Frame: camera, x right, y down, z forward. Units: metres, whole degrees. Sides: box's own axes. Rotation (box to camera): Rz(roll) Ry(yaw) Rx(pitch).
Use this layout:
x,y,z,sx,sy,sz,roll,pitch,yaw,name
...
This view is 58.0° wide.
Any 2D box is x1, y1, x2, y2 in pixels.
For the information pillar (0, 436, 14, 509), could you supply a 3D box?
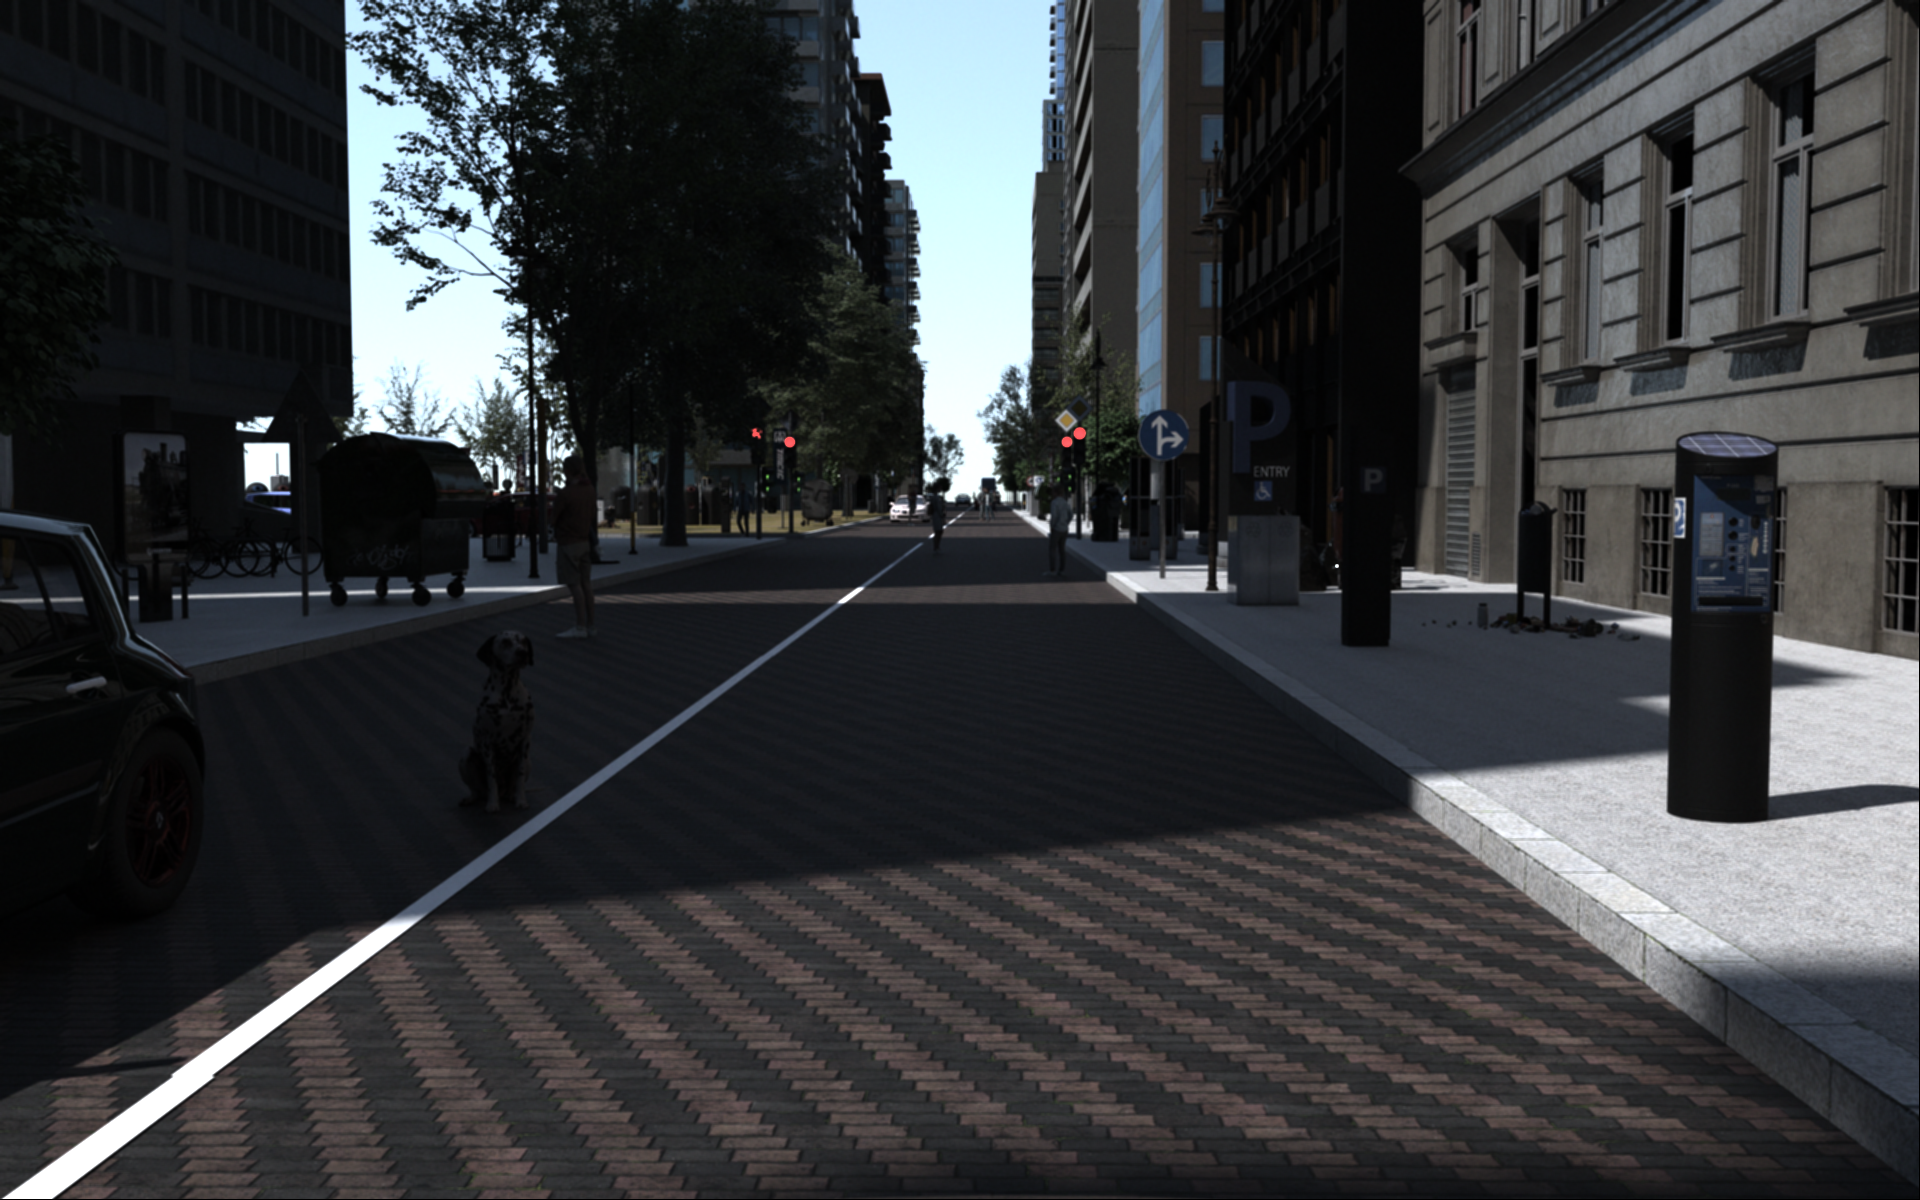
x,y,z,sx,sy,sz,roll,pitch,yaw,name
-12.807,-1.950,23.240,0.183,3.616,0.504,-1,4,-20,information pillar

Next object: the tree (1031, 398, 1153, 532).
x,y,z,sx,sy,sz,roll,pitch,yaw,name
5.251,-4.632,59.441,4.285,4.588,4.351,0,3,0,tree

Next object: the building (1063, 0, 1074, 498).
x,y,z,sx,sy,sz,roll,pitch,yaw,name
20.061,-46.174,193.197,20.563,71.187,20.611,0,4,1,building

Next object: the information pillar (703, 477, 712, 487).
x,y,z,sx,sy,sz,roll,pitch,yaw,name
-11.186,-4.420,76.756,0.304,2.012,0.304,3,4,38,information pillar

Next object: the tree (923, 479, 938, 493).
x,y,z,sx,sy,sz,roll,pitch,yaw,name
-3.970,-14.209,226.913,1.663,3.219,1.824,0,3,0,tree

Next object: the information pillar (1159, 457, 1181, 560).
x,y,z,sx,sy,sz,roll,pitch,yaw,name
4.089,-1.804,33.988,0.304,2.012,0.304,1,4,21,information pillar

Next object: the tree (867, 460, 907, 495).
x,y,z,sx,sy,sz,roll,pitch,yaw,name
-5.901,-9.481,138.731,4.285,4.588,4.351,0,3,0,tree

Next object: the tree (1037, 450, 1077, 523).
x,y,z,sx,sy,sz,roll,pitch,yaw,name
4.484,-5.018,76.645,1.663,3.219,1.824,0,3,0,tree

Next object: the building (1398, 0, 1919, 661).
x,y,z,sx,sy,sz,roll,pitch,yaw,name
14.597,-11.045,13.877,16.112,22.955,30.059,0,4,1,building

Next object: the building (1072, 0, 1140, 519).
x,y,z,sx,sy,sz,roll,pitch,yaw,name
17.585,-29.021,98.193,21.300,48.544,21.600,0,4,1,building

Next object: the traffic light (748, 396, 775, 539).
x,y,z,sx,sy,sz,roll,pitch,yaw,name
-5.674,-3.671,48.938,0.839,4.253,0.868,0,4,1,traffic light

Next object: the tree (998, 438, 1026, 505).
x,y,z,sx,sy,sz,roll,pitch,yaw,name
6.472,-15.540,204.447,4.360,8.622,3.978,0,3,0,tree

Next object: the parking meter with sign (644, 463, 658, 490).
x,y,z,sx,sy,sz,roll,pitch,yaw,name
-16.933,-6.193,97.523,1.738,3.016,0.543,2,4,28,parking meter with sign

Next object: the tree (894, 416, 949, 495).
x,y,z,sx,sy,sz,roll,pitch,yaw,name
-4.703,-16.160,198.631,7.601,10.594,8.767,0,4,5,tree

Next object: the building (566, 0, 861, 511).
x,y,z,sx,sy,sz,roll,pitch,yaw,name
-20.087,-32.293,147.604,23.786,49.044,30.456,0,4,1,building

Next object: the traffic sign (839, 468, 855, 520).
x,y,z,sx,sy,sz,roll,pitch,yaw,name
-5.541,-5.182,84.834,0.768,2.556,0.104,0,4,8,traffic sign

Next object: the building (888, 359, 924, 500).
x,y,z,sx,sy,sz,roll,pitch,yaw,name
-19.184,-23.819,234.475,27.650,21.520,28.899,0,4,1,building

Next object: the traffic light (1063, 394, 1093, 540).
x,y,z,sx,sy,sz,roll,pitch,yaw,name
3.336,-3.662,48.800,0.839,4.253,0.868,0,4,1,traffic light

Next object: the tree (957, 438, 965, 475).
x,y,z,sx,sy,sz,roll,pitch,yaw,name
-2.643,-22.120,287.422,9.928,11.665,9.643,0,3,0,tree

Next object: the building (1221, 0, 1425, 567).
x,y,z,sx,sy,sz,roll,pitch,yaw,name
12.914,-12.703,37.369,12.332,23.373,15.834,0,4,1,building

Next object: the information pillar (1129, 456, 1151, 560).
x,y,z,sx,sy,sz,roll,pitch,yaw,name
3.493,-1.779,33.575,0.304,2.012,0.304,-2,4,-31,information pillar

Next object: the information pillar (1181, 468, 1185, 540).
x,y,z,sx,sy,sz,roll,pitch,yaw,name
6.059,-2.666,48.088,0.304,2.012,0.304,1,4,22,information pillar

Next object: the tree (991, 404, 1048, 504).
x,y,z,sx,sy,sz,roll,pitch,yaw,name
7.366,-18.270,216.842,7.486,12.596,7.792,0,3,0,tree

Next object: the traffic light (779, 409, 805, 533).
x,y,z,sx,sy,sz,roll,pitch,yaw,name
-5.538,-4.159,56.921,0.839,4.253,0.868,0,4,1,traffic light

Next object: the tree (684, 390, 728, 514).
x,y,z,sx,sy,sz,roll,pitch,yaw,name
-16.993,-9.959,113.194,4.360,8.622,3.978,0,3,0,tree

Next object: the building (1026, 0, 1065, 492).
x,y,z,sx,sy,sz,roll,pitch,yaw,name
21.810,-58.725,272.820,22.319,86.520,31.000,0,4,1,building

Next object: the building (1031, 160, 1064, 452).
x,y,z,sx,sy,sz,roll,pitch,yaw,name
21.129,-38.122,246.992,21.300,48.544,21.600,0,4,1,building

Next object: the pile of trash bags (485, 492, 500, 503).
x,y,z,sx,sy,sz,roll,pitch,yaw,name
-24.341,-5.084,92.881,1.912,1.369,3.447,-3,4,-37,pile of trash bags

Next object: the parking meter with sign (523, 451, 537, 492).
x,y,z,sx,sy,sz,roll,pitch,yaw,name
-17.217,-4.465,69.262,0.543,3.016,1.738,-1,4,-12,parking meter with sign

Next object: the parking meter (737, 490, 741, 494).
x,y,z,sx,sy,sz,roll,pitch,yaw,name
-14.329,-6.396,112.986,0.372,1.533,0.369,0,3,0,parking meter

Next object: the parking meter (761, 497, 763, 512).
x,y,z,sx,sy,sz,roll,pitch,yaw,name
-14.537,-7.346,125.820,0.255,1.863,0.399,2,4,30,parking meter

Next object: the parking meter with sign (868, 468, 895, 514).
x,y,z,sx,sy,sz,roll,pitch,yaw,name
-5.191,-7.225,114.390,1.738,3.016,0.543,-1,4,-20,parking meter with sign

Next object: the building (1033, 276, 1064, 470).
x,y,z,sx,sy,sz,roll,pitch,yaw,name
16.678,-28.018,229.797,14.160,30.474,14.107,0,4,1,building

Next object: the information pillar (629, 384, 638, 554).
x,y,z,sx,sy,sz,roll,pitch,yaw,name
-6.998,-2.791,36.980,0.183,3.616,0.504,-1,4,-9,information pillar

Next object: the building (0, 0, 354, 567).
x,y,z,sx,sy,sz,roll,pitch,yaw,name
-25.225,-20.771,31.492,23.993,40.220,32.217,0,4,1,building

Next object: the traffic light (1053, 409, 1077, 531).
x,y,z,sx,sy,sz,roll,pitch,yaw,name
3.473,-4.151,56.784,0.839,4.253,0.868,0,4,1,traffic light

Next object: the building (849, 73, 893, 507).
x,y,z,sx,sy,sz,roll,pitch,yaw,name
-18.388,-32.004,177.894,22.147,44.769,28.867,0,4,1,building

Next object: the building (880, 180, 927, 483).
x,y,z,sx,sy,sz,roll,pitch,yaw,name
-17.292,-39.365,263.229,23.786,49.044,30.456,0,4,1,building

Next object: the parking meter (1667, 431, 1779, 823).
x,y,z,sx,sy,sz,roll,pitch,yaw,name
3.029,0.093,6.883,0.372,1.533,0.369,0,3,0,parking meter

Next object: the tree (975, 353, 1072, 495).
x,y,z,sx,sy,sz,roll,pitch,yaw,name
4.990,-10.991,114.114,8.767,10.594,7.601,0,4,8,tree

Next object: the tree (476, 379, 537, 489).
x,y,z,sx,sy,sz,roll,pitch,yaw,name
-28.951,-9.828,111.046,4.360,8.622,3.978,0,3,0,tree

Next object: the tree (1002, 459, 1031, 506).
x,y,z,sx,sy,sz,roll,pitch,yaw,name
5.846,-9.725,142.711,4.285,4.588,4.351,0,3,0,tree

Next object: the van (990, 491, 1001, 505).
x,y,z,sx,sy,sz,roll,pitch,yaw,name
4.633,-13.914,234.509,2.013,2.044,4.112,0,4,-1,van

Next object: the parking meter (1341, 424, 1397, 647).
x,y,z,sx,sy,sz,roll,pitch,yaw,name
3.452,-0.545,14.628,0.399,1.863,0.255,0,4,-6,parking meter

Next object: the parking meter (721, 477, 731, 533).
x,y,z,sx,sy,sz,roll,pitch,yaw,name
-7.790,-3.173,57.596,0.255,1.863,0.399,0,4,3,parking meter

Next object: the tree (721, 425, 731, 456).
x,y,z,sx,sy,sz,roll,pitch,yaw,name
-18.139,-10.408,120.525,4.737,8.622,4.395,0,3,0,tree

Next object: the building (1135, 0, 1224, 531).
x,y,z,sx,sy,sz,roll,pitch,yaw,name
14.366,-25.414,65.622,14.200,45.320,14.600,0,4,1,building

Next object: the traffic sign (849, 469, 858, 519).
x,y,z,sx,sy,sz,roll,pitch,yaw,name
-5.599,-5.420,88.726,0.768,2.556,0.104,0,4,8,traffic sign

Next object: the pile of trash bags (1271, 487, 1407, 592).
x,y,z,sx,sy,sz,roll,pitch,yaw,name
4.960,-0.809,22.975,1.912,1.369,3.447,0,4,4,pile of trash bags

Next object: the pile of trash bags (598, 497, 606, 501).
x,y,z,sx,sy,sz,roll,pitch,yaw,name
-19.991,-5.667,102.410,3.447,1.369,1.912,1,4,19,pile of trash bags

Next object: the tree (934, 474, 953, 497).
x,y,z,sx,sy,sz,roll,pitch,yaw,name
-2.687,-18.020,278.335,4.285,4.588,4.351,0,3,0,tree
